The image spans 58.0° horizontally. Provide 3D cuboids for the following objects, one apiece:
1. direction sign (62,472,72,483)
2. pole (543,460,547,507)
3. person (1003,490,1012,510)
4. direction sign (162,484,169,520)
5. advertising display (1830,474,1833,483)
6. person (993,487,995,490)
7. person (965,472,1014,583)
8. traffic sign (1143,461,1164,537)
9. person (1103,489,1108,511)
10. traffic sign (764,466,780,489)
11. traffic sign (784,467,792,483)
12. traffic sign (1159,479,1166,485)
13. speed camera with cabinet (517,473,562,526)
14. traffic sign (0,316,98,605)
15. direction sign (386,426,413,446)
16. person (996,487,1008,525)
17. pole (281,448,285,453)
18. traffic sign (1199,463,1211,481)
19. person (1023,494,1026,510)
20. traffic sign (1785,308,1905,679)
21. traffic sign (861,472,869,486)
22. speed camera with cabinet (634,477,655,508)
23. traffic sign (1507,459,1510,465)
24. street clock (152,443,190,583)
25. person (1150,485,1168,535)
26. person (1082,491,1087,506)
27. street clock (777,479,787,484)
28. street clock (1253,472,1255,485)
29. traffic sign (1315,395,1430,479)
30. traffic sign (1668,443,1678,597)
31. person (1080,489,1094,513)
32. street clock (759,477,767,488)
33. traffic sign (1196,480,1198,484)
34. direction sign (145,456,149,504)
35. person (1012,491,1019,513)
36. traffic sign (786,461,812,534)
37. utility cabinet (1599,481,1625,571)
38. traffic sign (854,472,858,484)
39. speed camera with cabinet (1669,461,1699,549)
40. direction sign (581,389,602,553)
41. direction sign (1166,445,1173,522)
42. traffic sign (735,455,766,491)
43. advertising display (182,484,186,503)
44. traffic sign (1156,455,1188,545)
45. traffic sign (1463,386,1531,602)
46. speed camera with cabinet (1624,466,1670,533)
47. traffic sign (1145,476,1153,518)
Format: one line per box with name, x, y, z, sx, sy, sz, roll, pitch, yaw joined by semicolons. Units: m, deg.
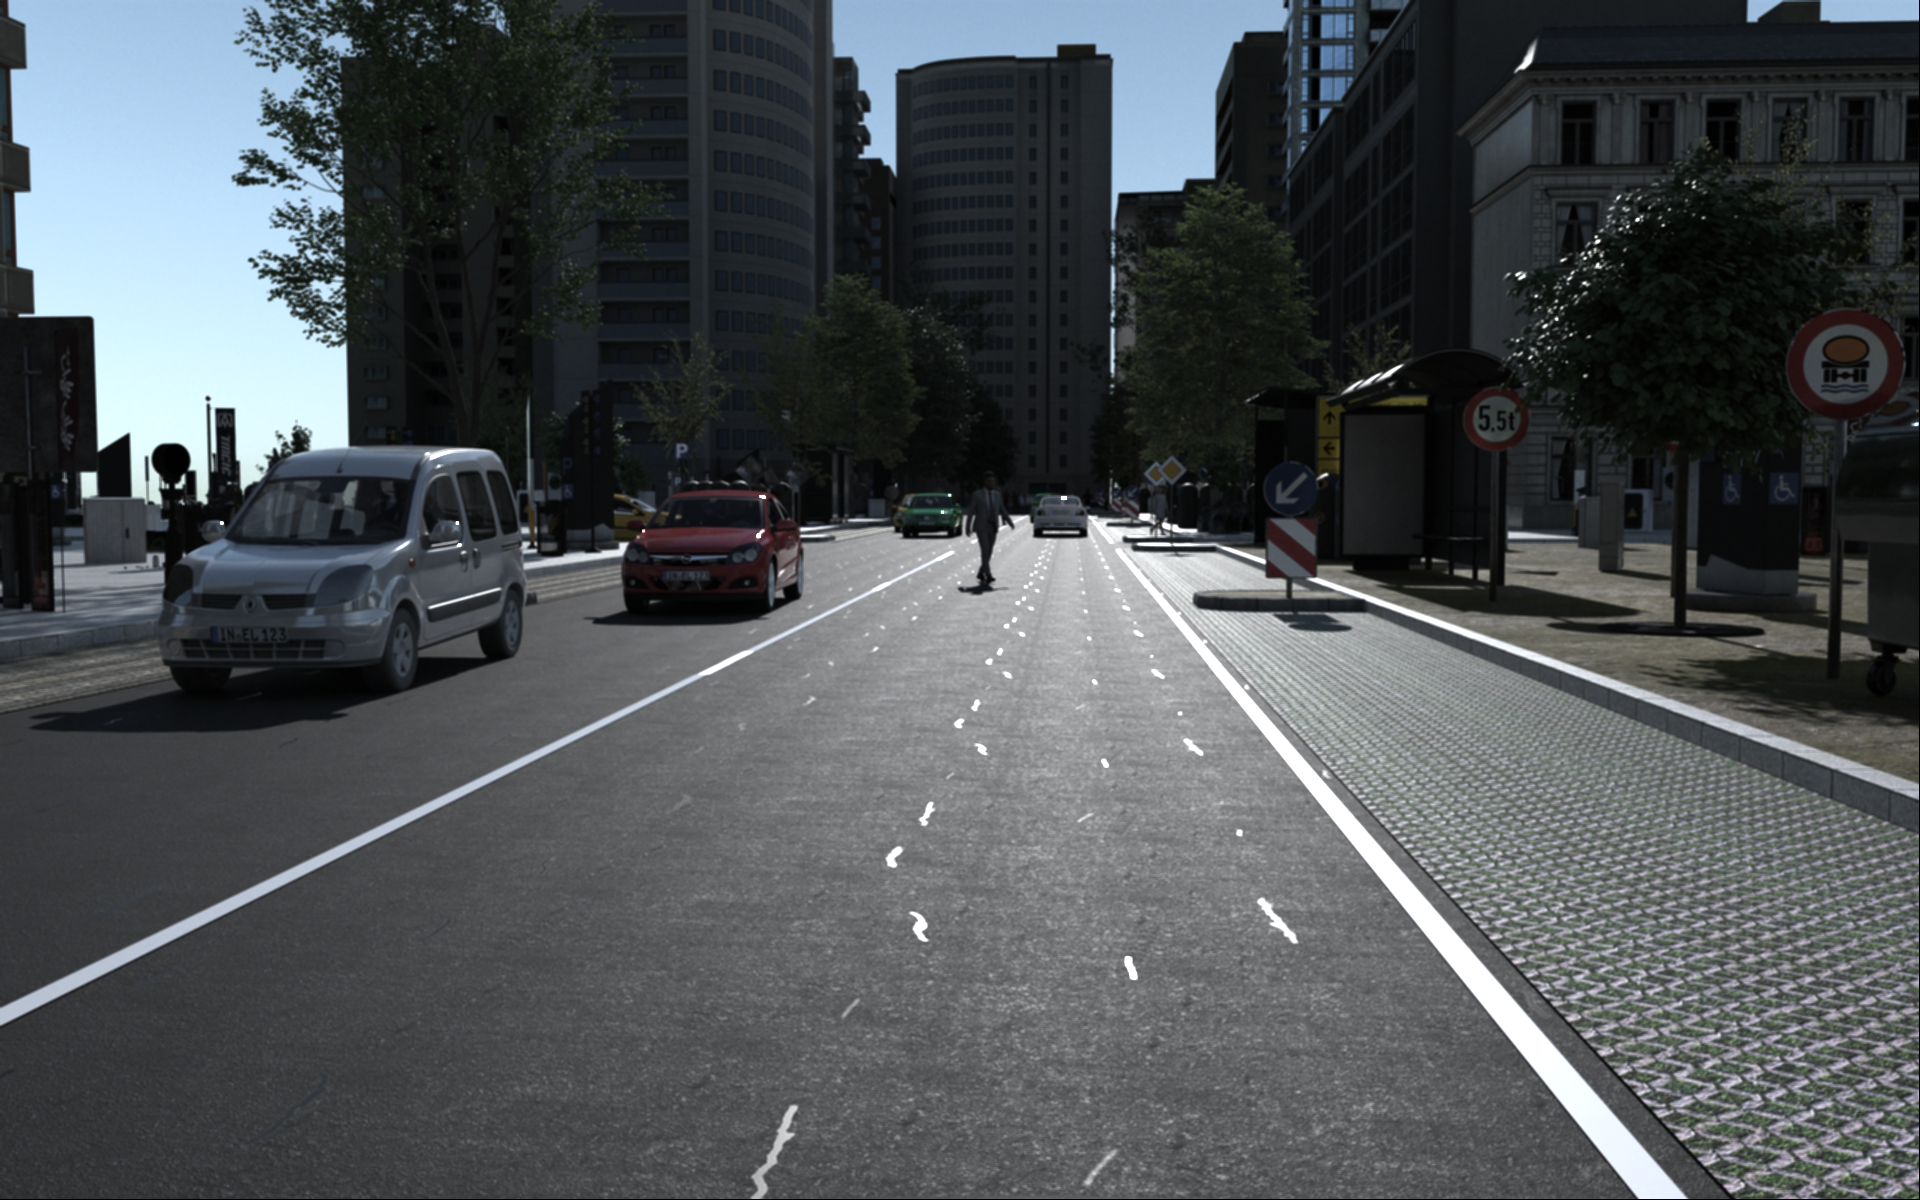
direction sign;-47.172;-6.072;91.278;0.379;3.537;0.876;1;4;20
pole;-23.554;-6.386;98.251;0.158;3.312;0.155;0;3;0
person;4.134;-9.094;157.121;1.348;1.831;0.705;2;4;29
direction sign;-39.883;-5.806;86.919;0.379;3.537;0.876;-1;4;-19
advertising display;28.972;-3.170;57.045;0.974;1.923;0.123;-2;4;-30
person;1.357;-3.895;72.575;0.661;1.777;0.834;1;4;9
person;0.446;-1.178;28.038;0.678;1.792;0.850;-2;4;-27
traffic sign;5.884;-2.955;51.952;0.795;2.450;0.064;0;4;4
person;12.233;-8.354;145.075;0.705;1.826;1.348;0;4;-7
traffic sign;-8.688;-4.857;79.417;0.884;2.594;0.081;1;4;13
traffic sign;-7.803;-4.922;80.588;0.768;2.556;0.104;0;4;4
traffic sign;9.998;-5.166;86.598;0.606;2.300;0.079;1;4;13
speed camera with cabinet;-16.856;-4.623;69.926;2.038;3.252;0.660;1;4;13
traffic sign;-11.035;-1.596;19.967;2.265;3.308;0.079;0;4;5
direction sign;-18.798;-4.048;58.178;0.876;3.537;0.379;-2;4;-30
person;1.807;-4.284;78.949;0.834;1.777;0.661;3;5;40
pole;-30.007;-5.077;76.853;0.158;3.312;0.155;0;3;0
traffic sign;10.330;-4.406;72.146;0.768;2.556;0.104;0;4;7
person;5.954;-8.911;157.413;0.599;1.433;0.991;0;4;1
traffic sign;6.070;-0.725;11.961;0.768;2.556;0.104;1;4;9
traffic sign;-5.396;-6.166;100.927;0.768;2.556;0.104;0;4;8
speed camera with cabinet;-19.319;-6.745;104.612;0.660;3.252;2.038;2;4;32
traffic sign;9.696;-1.957;32.006;0.884;2.594;0.081;0;4;7
street clock;-11.286;-1.239;24.825;0.358;2.002;0.471;2;4;28
person;6.802;-3.061;59.302;0.760;1.731;0.466;2;4;35
person;13.916;-11.119;190.393;1.348;1.812;0.705;2;4;29
street clock;-8.598;-4.831;83.560;0.471;2.002;0.358;2;4;27
street clock;9.337;-3.019;53.932;0.358;2.002;0.471;-2;4;-28
traffic sign;8.483;-2.558;35.703;2.265;3.308;0.079;1;4;12
traffic sign;8.880;-1.306;21.466;0.768;2.556;0.104;1;4;12
person;9.516;-7.382;129.158;1.348;1.831;0.705;3;5;42
street clock;-8.522;-4.294;74.772;0.358;2.002;0.471;1;4;11
traffic sign;12.715;-5.843;95.540;0.884;2.594;0.081;1;4;9
direction sign;-48.565;-6.821;103.514;0.379;3.537;0.876;-2;4;-34
person;4.136;-7.255;128.586;0.415;1.643;0.593;3;5;39
traffic sign;-4.887;-2.998;52.661;0.795;2.450;0.064;0;4;4
utility cabinet;10.907;-1.239;28.935;0.318;1.500;1.173;2;4;25
traffic sign;-6.170;-5.998;98.171;0.768;2.556;0.104;1;4;12
speed camera with cabinet;17.556;-2.869;41.237;0.660;3.252;2.038;2;4;35
direction sign;-8.040;-2.804;37.845;0.379;3.537;0.876;-3;4;-39
direction sign;9.564;-5.309;78.794;0.379;3.537;0.876;1;4;20
traffic sign;-5.398;-2.511;44.692;0.795;2.450;0.064;0;4;4
advertising display;-51.693;-6.762;115.777;0.123;1.923;0.974;0;4;-2
traffic sign;5.373;-2.467;43.983;0.795;2.450;0.064;0;4;4
traffic sign;6.367;-1.254;20.614;0.768;2.556;0.104;1;4;13
speed camera with cabinet;22.764;-3.826;56.884;2.038;3.252;0.660;2;4;35
traffic sign;10.265;-5.664;92.708;0.768;2.556;0.104;1;4;13
